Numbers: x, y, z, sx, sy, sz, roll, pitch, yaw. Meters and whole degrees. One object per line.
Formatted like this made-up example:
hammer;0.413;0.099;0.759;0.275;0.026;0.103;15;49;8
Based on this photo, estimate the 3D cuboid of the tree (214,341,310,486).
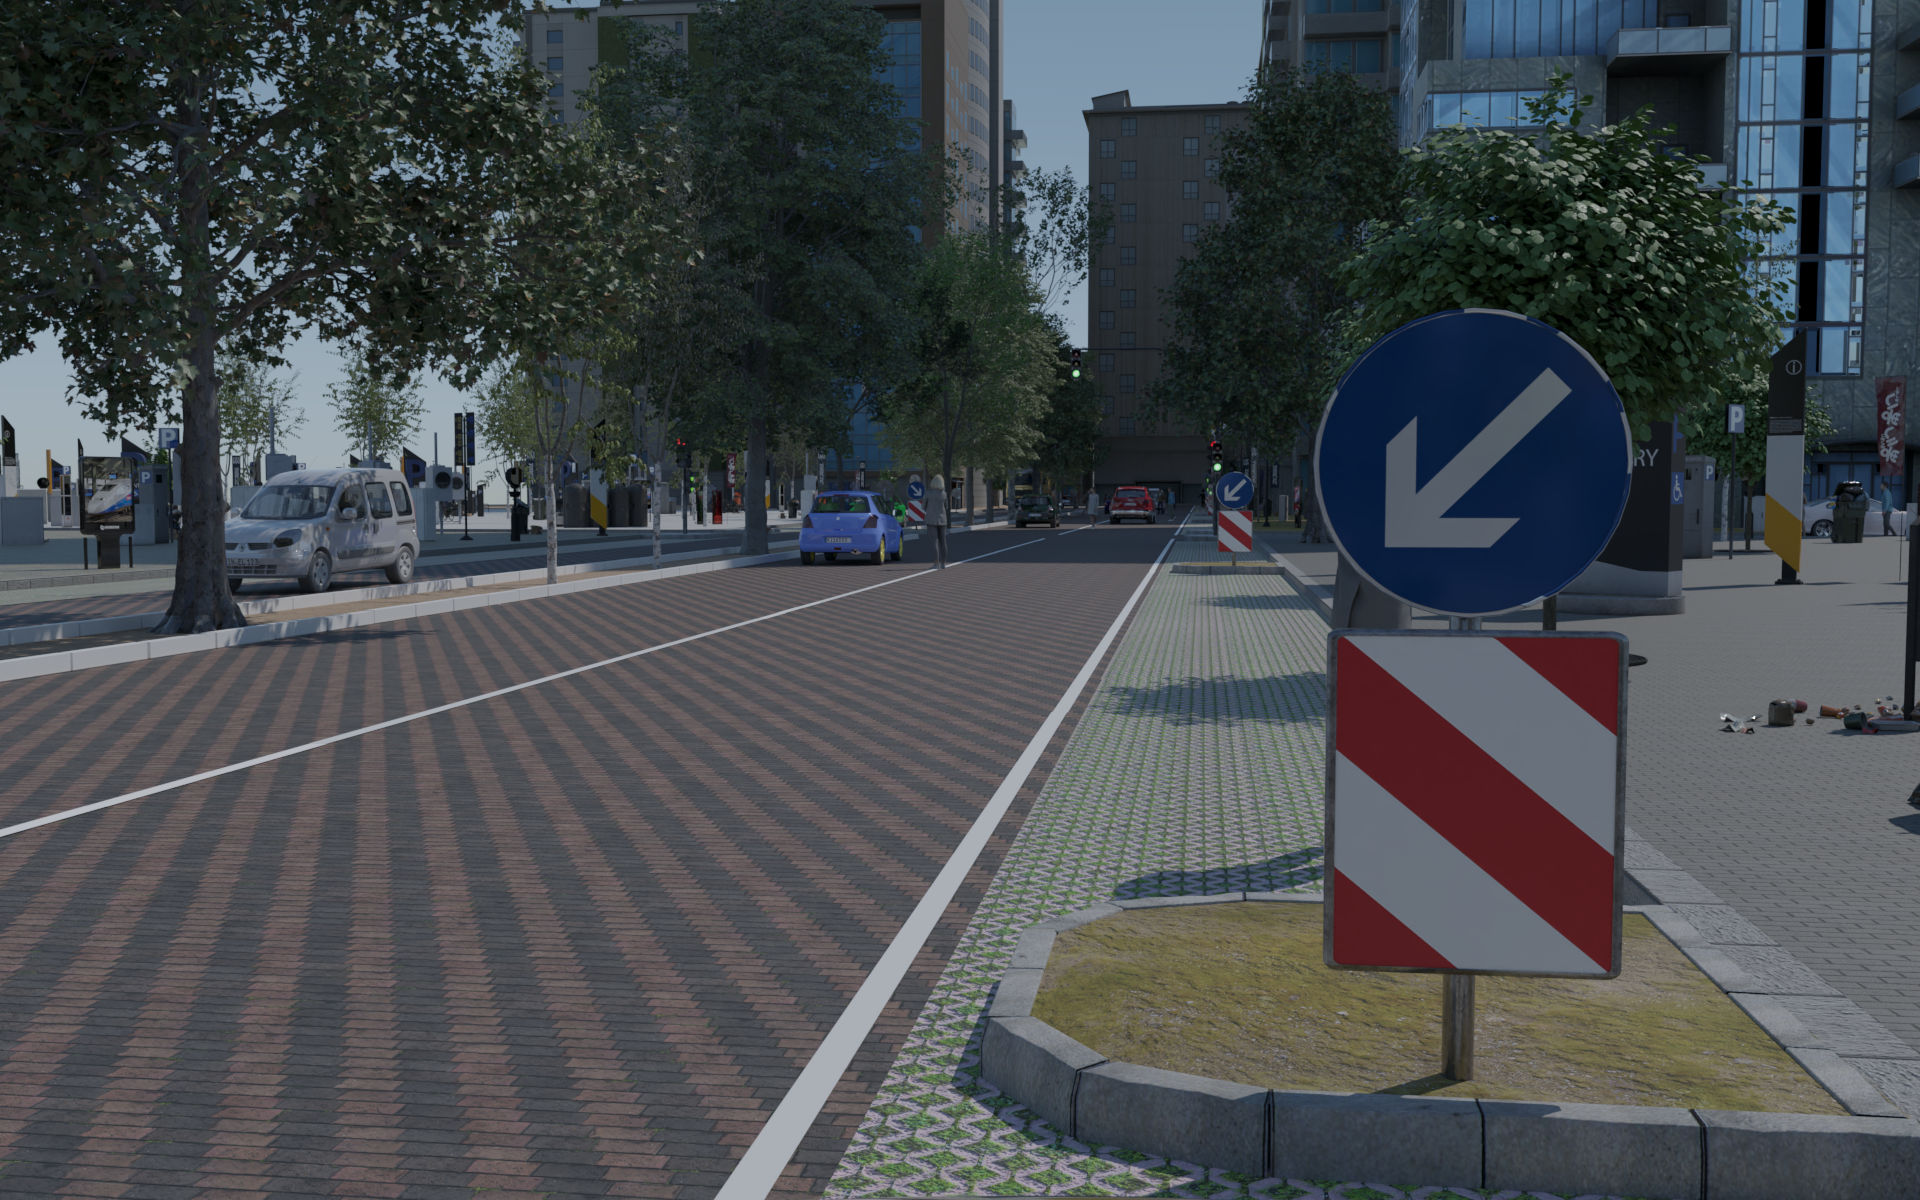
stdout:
tree;-31.910;-7.829;78.360;4.360;8.622;3.978;0;3;0

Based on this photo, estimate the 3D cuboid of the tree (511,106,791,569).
tree;-5.763;-4.907;33.041;4.360;8.622;3.978;0;3;0

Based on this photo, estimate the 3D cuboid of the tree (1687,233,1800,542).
tree;20.602;-5.895;46.746;4.737;8.622;4.395;0;3;0

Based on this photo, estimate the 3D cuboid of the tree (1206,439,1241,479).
tree;30.777;-15.367;201.615;4.360;8.622;3.978;0;3;0

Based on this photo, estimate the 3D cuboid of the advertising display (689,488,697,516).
advertising display;-15.935;-5.999;103.304;0.123;1.923;0.974;-2;4;-29

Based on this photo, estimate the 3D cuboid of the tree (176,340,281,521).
tree;-30.072;-7.373;70.913;4.737;8.622;4.395;0;3;0

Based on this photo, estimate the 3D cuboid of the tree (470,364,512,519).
tree;-23.592;-8.549;90.136;4.360;8.622;3.978;0;3;0

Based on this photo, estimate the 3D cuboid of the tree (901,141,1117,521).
tree;1.673;-14.370;93.295;12.611;20.169;13.585;0;3;0

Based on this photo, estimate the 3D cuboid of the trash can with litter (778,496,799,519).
trash can with litter;-8.990;-4.847;90.635;1.055;1.170;0.624;-1;4;-16

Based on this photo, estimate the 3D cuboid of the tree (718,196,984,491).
tree;-3.357;-6.957;50.624;8.767;10.594;7.601;0;4;8

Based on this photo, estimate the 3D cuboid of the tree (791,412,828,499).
tree;-9.770;-9.050;98.332;4.360;8.622;3.978;0;3;0

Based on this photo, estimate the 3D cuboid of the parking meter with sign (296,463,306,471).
parking meter with sign;-37.485;-6.185;97.386;1.738;3.016;0.543;3;4;37

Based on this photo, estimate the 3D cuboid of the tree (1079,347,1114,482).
tree;6.574;-12.078;118.065;7.486;12.596;7.792;0;3;0

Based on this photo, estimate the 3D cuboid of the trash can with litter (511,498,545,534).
trash can with litter;-13.771;-2.682;55.236;1.055;1.170;0.624;0;4;6

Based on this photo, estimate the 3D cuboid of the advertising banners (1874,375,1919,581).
advertising banners;14.113;-1.765;25.039;0.090;3.025;2.074;-2;4;-25

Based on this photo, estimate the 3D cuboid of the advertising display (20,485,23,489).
advertising display;-68.756;-7.420;126.528;0.123;1.923;0.974;0;4;5

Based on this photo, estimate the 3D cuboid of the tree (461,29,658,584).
tree;-6.435;-4.529;26.869;4.737;8.622;4.395;0;3;0

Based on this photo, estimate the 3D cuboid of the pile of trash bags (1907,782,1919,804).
pile of trash bags;4.833;0.242;5.788;1.912;1.369;3.447;0;4;2

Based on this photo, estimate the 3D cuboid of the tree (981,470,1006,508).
tree;3.613;-10.735;159.232;4.285;4.588;4.351;0;3;0

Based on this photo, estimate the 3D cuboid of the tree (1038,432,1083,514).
tree;7.253;-10.491;124.350;4.737;8.622;4.395;0;3;0

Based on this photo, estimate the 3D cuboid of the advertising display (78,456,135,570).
advertising display;-14.619;-1.498;29.699;0.123;1.923;0.974;2;4;29

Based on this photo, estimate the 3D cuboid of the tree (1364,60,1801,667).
tree;4.558;-1.815;13.388;4.285;4.588;4.351;0;3;0

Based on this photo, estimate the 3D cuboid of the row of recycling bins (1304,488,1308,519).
row of recycling bins;18.184;-4.895;87.140;1.069;1.692;3.534;0;4;-5

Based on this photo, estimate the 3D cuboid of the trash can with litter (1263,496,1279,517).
trash can with litter;17.763;-5.337;98.648;1.055;1.170;0.624;1;4;13

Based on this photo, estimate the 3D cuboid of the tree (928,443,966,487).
tree;-0.879;-11.313;135.328;4.360;8.622;3.978;0;3;0

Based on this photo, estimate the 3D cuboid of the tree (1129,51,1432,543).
tree;9.241;-7.844;45.256;9.611;12.733;9.660;0;3;0

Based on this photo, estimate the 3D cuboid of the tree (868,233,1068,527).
tree;0.365;-9.434;74.829;7.486;12.596;7.792;0;3;0

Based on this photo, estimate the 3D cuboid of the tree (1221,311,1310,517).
tree;16.281;-10.411;95.973;9.928;11.665;9.643;0;3;0

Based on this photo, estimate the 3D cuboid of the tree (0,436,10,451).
tree;-15.995;-1.973;26.861;1.663;3.219;1.824;0;3;0

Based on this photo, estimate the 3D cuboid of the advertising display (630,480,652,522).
advertising display;-14.698;-4.558;79.735;0.974;1.923;0.123;0;4;-8

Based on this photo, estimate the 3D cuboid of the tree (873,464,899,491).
tree;-4.698;-6.942;108.106;1.663;3.219;1.824;0;3;0

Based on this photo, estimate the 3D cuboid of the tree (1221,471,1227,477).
tree;6.478;-2.471;24.109;4.285;4.588;4.351;0;3;0

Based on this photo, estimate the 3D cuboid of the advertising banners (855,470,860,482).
advertising banners;-8.069;-7.904;125.417;2.074;3.025;0.090;1;4;17

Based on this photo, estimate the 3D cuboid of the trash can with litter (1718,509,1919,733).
trash can with litter;5.174;0.078;9.776;2.233;1.210;1.678;-1;4;-12

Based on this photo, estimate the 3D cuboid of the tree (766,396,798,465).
tree;-12.799;-9.611;107.506;4.737;8.622;4.395;0;3;0

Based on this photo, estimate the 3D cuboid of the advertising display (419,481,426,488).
advertising display;-26.566;-4.978;86.611;0.974;1.923;0.123;0;4;2

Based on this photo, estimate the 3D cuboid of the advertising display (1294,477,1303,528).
advertising display;12.770;-3.682;65.419;0.123;1.923;0.974;0;4;-2

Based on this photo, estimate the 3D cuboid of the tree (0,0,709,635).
tree;-7.842;-6.010;17.735;9.611;12.733;9.660;0;3;0

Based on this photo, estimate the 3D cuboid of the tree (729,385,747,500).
tree;-13.020;-8.141;83.473;4.737;8.622;4.395;0;3;0

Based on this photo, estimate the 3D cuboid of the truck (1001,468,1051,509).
truck;5.257;-8.391;133.111;3.469;3.379;9.791;1;4;9

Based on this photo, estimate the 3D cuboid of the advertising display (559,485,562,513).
advertising display;-26.474;-6.806;116.484;0.974;1.923;0.123;0;4;-5

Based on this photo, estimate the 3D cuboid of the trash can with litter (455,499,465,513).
trash can with litter;-30.690;-5.862;107.227;0.624;1.170;1.055;2;4;34

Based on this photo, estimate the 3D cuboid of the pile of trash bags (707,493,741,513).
pile of trash bags;-16.110;-6.715;119.548;1.912;1.369;3.447;1;4;23

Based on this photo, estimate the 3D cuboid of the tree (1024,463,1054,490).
tree;9.251;-15.237;199.493;4.360;8.622;3.978;0;3;0

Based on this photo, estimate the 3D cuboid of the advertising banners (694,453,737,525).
advertising banners;-10.279;-4.703;73.086;2.074;3.025;0.090;-3;4;-38

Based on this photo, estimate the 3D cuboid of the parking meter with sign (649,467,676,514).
parking meter with sign;-18.893;-6.973;110.262;0.543;3.016;1.738;3;5;44

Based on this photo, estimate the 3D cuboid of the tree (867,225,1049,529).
tree;-0.428;-8.433;66.092;9.928;11.665;9.643;0;3;0

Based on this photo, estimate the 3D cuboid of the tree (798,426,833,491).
tree;-12.061;-11.414;136.983;4.737;8.622;4.395;0;3;0

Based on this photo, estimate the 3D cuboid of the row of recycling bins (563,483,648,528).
row of recycling bins;-13.598;-3.646;66.719;3.534;1.692;1.069;-3;5;-43

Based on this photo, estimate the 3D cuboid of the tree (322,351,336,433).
tree;-23.416;-7.257;69.016;4.737;8.622;4.395;0;3;0

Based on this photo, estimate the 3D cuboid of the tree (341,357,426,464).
tree;-29.928;-8.499;89.314;4.360;8.622;3.978;0;3;0

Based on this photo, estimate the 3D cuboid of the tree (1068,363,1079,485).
tree;1.351;-9.893;82.336;7.486;12.596;7.792;0;3;0

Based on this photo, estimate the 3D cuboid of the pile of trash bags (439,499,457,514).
pile of trash bags;-31.949;-5.759;103.909;1.912;1.369;3.447;1;4;22

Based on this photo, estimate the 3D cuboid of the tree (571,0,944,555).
tree;-4.818;-8.025;40.324;9.857;13.997;8.962;0;3;0

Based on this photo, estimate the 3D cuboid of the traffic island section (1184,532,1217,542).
traffic island section;7.943;-1.911;53.518;2.009;0.180;2.903;0;4;8

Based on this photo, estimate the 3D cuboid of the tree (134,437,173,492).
tree;-24.035;-3.528;52.279;1.663;3.219;1.824;0;3;0

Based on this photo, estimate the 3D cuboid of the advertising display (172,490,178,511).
advertising display;-50.131;-6.446;110.608;0.123;1.923;0.974;0;4;-6

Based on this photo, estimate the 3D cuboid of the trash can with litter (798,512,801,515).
trash can with litter;-8.856;-5.670;103.763;2.233;1.210;1.678;1;4;15

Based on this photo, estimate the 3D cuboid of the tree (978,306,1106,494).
tree;4.573;-11.312;104.417;9.611;12.733;9.660;0;3;0
